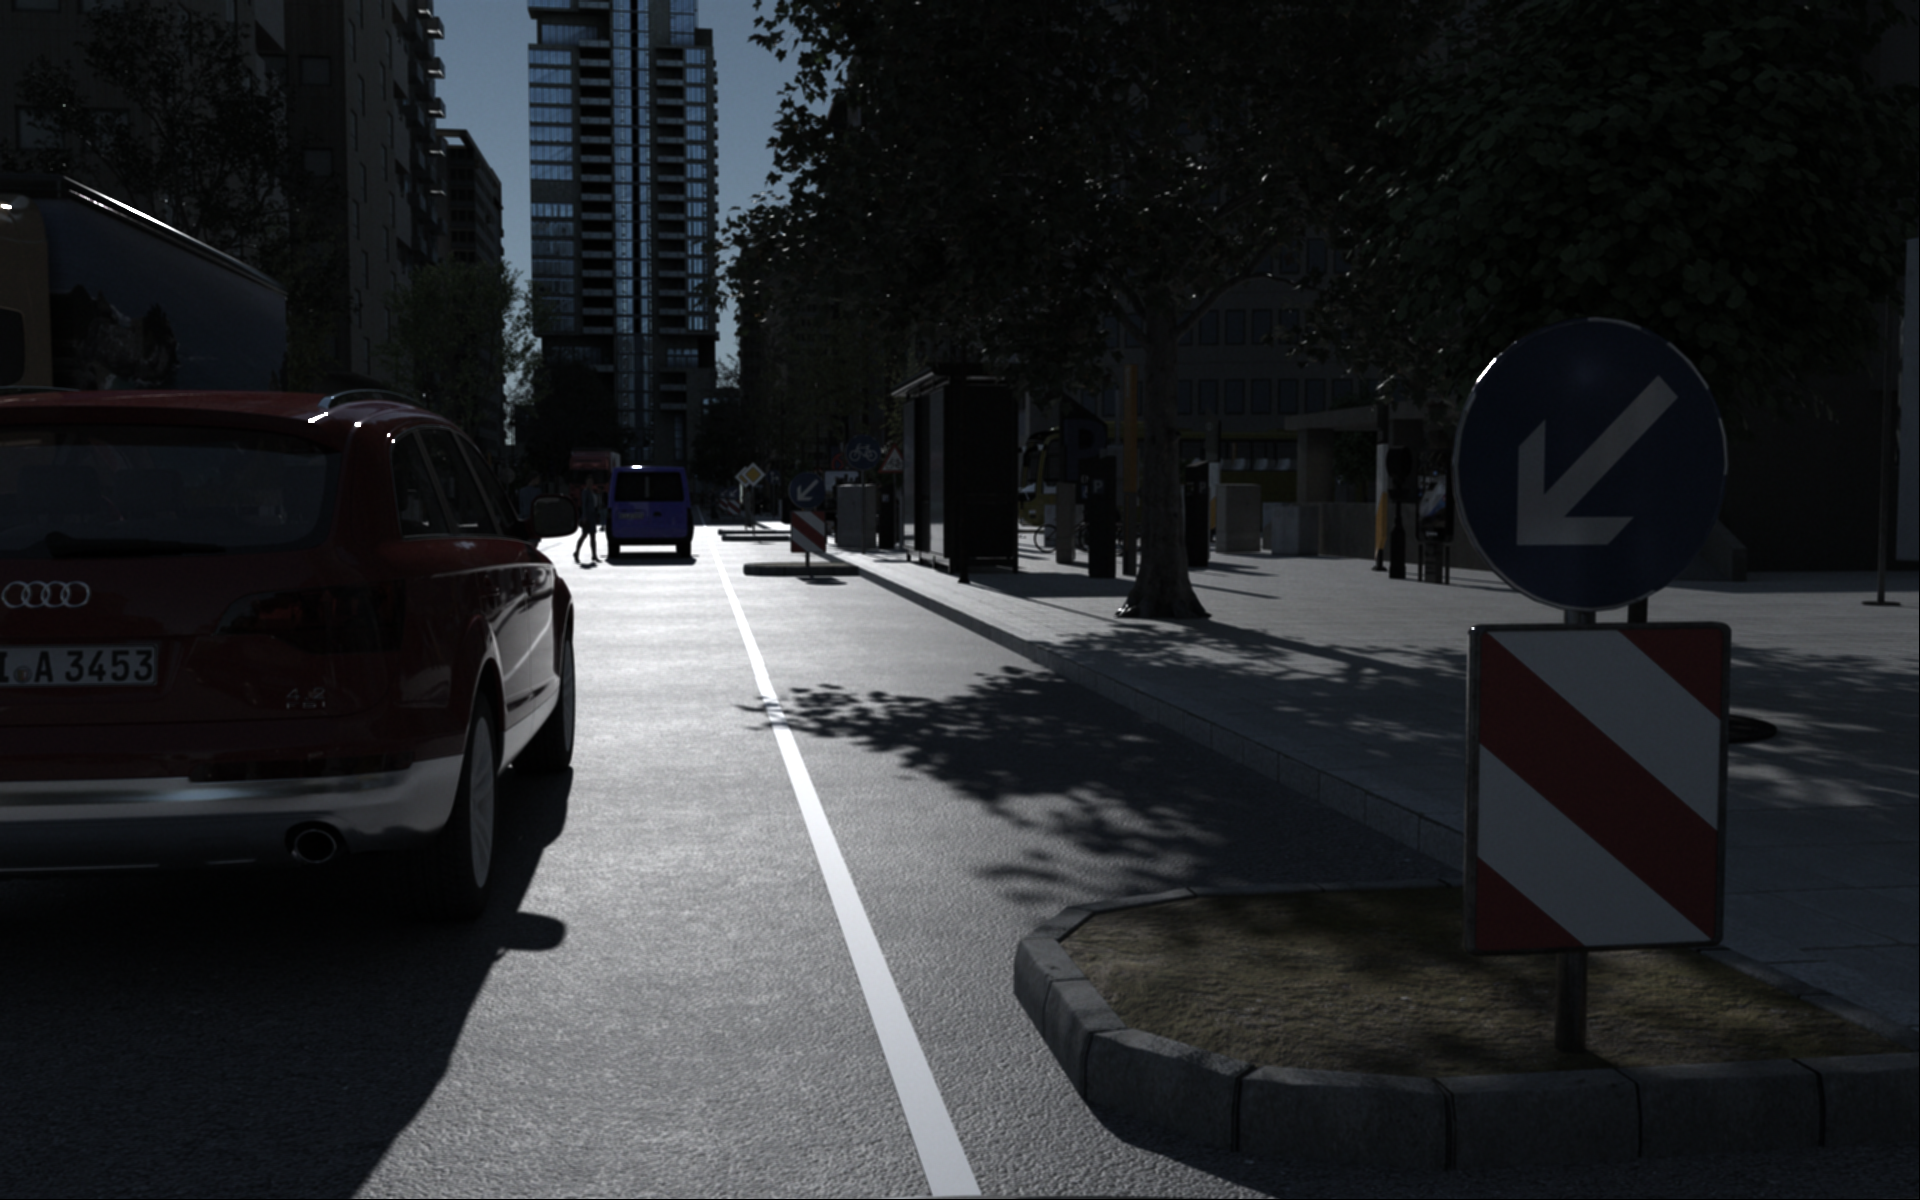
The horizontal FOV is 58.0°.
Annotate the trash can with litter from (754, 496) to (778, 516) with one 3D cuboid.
[{"bbox_3d":[-11.015,-5.511,101.164,2.233,1.210,1.678,-1,4,-22],"label":"trash can with litter"}]

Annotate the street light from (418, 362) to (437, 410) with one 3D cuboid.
[{"bbox_3d":[-18.610,-5.375,60.669,0.468,5.910,1.993,-1,4,-9],"label":"street light"}]

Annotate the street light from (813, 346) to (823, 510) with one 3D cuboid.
[{"bbox_3d":[-4.405,-4.942,53.591,0.468,5.910,1.993,-1,4,-9],"label":"street light"}]

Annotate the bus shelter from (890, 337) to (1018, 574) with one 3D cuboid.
[{"bbox_3d":[-0.028,-3.321,31.923,2.179,5.291,8.768,-1,4,-9],"label":"bus shelter"}]

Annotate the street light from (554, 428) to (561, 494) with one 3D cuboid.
[{"bbox_3d":[-27.494,-8.902,118.340,0.468,5.910,1.993,-1,4,-9],"label":"street light"}]

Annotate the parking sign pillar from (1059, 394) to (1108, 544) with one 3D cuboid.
[{"bbox_3d":[3.256,-3.463,45.092,1.447,3.967,1.447,-1,4,-16],"label":"parking sign pillar"}]

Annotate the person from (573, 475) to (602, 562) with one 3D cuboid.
[{"bbox_3d":[-7.832,-1.708,36.444,0.654,1.822,0.581,2,4,32],"label":"person"}]

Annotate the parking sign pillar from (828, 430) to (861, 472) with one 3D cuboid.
[{"bbox_3d":[-4.711,-5.041,70.888,1.447,3.967,1.447,-1,4,-14],"label":"parking sign pillar"}]

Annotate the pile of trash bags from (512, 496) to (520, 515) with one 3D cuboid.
[{"bbox_3d":[-27.754,-5.918,106.519,1.912,1.369,3.447,3,4,38],"label":"pile of trash bags"}]

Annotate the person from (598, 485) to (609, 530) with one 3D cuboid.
[{"bbox_3d":[-14.211,-3.682,69.052,0.721,1.781,0.623,-3,5,-44],"label":"person"}]

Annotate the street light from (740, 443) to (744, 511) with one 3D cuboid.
[{"bbox_3d":[-16.919,-9.927,135.091,0.468,5.910,1.993,-1,4,-9],"label":"street light"}]

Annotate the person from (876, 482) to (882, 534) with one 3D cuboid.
[{"bbox_3d":[-2.722,-3.009,57.601,0.656,1.842,0.836,0,4,0],"label":"person"}]

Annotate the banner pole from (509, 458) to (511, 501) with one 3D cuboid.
[{"bbox_3d":[-30.721,-7.876,118.782,0.401,3.779,0.863,1,4,11],"label":"banner pole"}]

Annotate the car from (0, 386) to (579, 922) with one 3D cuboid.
[{"bbox_3d":[-2.805,0.089,7.220,2.281,1.827,5.304,0,4,-7],"label":"car"}]

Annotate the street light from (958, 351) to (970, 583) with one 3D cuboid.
[{"bbox_3d":[0.056,-3.184,24.841,0.468,5.910,1.993,-1,4,-9],"label":"street light"}]

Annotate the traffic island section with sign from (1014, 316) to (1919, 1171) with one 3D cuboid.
[{"bbox_3d":[1.202,0.243,4.650,1.989,1.847,2.006,-1,4,-9],"label":"traffic island section with sign"}]

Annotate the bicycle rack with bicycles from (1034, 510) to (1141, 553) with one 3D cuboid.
[{"bbox_3d":[3.376,-1.531,38.410,2.925,0.926,2.852,1,4,21],"label":"bicycle rack with bicycles"}]

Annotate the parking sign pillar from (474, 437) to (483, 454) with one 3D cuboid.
[{"bbox_3d":[-23.029,-5.671,81.185,1.447,3.967,1.447,-1,4,-13],"label":"parking sign pillar"}]

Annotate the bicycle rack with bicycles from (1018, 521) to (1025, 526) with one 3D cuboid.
[{"bbox_3d":[3.134,-3.454,69.861,2.925,0.926,2.852,1,4,15],"label":"bicycle rack with bicycles"}]

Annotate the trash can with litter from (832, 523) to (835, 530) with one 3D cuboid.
[{"bbox_3d":[-4.372,-3.153,62.603,1.678,1.210,2.233,1,4,13],"label":"trash can with litter"}]

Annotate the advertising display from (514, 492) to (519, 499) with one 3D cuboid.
[{"bbox_3d":[-28.737,-6.596,113.054,0.123,1.923,0.974,2,4,28],"label":"advertising display"}]

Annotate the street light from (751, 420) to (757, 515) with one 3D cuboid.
[{"bbox_3d":[-12.637,-8.176,106.463,0.468,5.910,1.993,-1,4,-9],"label":"street light"}]

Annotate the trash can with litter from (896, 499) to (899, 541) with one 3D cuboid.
[{"bbox_3d":[-1.562,-2.162,46.739,0.624,1.170,1.055,3,5,44],"label":"trash can with litter"}]

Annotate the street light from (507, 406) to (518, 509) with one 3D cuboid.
[{"bbox_3d":[-23.067,-7.130,89.368,0.468,5.910,1.993,-1,4,-9],"label":"street light"}]

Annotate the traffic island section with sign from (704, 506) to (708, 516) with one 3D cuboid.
[{"bbox_3d":[-15.596,-6.413,113.479,1.989,1.847,2.006,-1,4,-9],"label":"traffic island section with sign"}]

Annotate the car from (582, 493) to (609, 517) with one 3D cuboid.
[{"bbox_3d":[-19.606,-5.247,94.587,1.959,1.807,4.718,0,4,-7],"label":"car"}]

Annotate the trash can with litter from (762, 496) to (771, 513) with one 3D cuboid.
[{"bbox_3d":[-13.092,-6.565,118.731,1.055,1.170,0.624,2,4,34],"label":"trash can with litter"}]

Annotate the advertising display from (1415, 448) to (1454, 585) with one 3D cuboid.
[{"bbox_3d":[6.808,-1.201,24.848,0.123,1.923,0.974,-1,4,-11],"label":"advertising display"}]

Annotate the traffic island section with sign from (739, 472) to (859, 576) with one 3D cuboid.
[{"bbox_3d":[-2.907,-1.386,31.292,1.989,1.847,2.006,-1,4,-9],"label":"traffic island section with sign"}]

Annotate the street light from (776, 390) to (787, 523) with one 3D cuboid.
[{"bbox_3d":[-7.924,-6.400,77.433,0.468,5.910,1.993,-1,4,-9],"label":"street light"}]

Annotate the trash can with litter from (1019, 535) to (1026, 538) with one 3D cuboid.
[{"bbox_3d":[1.185,-2.477,51.563,1.678,1.210,2.233,-2,4,-26],"label":"trash can with litter"}]

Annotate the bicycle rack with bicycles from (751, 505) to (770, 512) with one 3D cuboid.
[{"bbox_3d":[-14.303,-6.936,126.787,2.852,0.926,2.925,2,4,27],"label":"bicycle rack with bicycles"}]

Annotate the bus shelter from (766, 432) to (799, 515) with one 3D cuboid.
[{"bbox_3d":[-11.068,-8.045,109.174,2.179,5.291,8.768,-1,4,-9],"label":"bus shelter"}]

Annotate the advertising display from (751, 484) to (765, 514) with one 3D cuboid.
[{"bbox_3d":[-12.944,-6.458,110.798,0.974,1.923,0.123,2,4,27],"label":"advertising display"}]

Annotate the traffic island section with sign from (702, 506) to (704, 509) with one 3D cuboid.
[{"bbox_3d":[-23.171,-9.416,162.574,1.989,1.847,2.006,-1,4,-9],"label":"traffic island section with sign"}]

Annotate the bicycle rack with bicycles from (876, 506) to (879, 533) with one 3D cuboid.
[{"bbox_3d":[-1.726,-2.493,54.136,2.852,0.926,2.925,-1,4,-18],"label":"bicycle rack with bicycles"}]

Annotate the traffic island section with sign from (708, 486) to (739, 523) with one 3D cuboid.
[{"bbox_3d":[-11.475,-4.784,86.839,1.989,1.847,2.006,-1,4,-9],"label":"traffic island section with sign"}]

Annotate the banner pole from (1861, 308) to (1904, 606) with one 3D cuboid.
[{"bbox_3d":[10.873,-1.837,20.045,0.863,3.779,0.401,-2,4,-26],"label":"banner pole"}]

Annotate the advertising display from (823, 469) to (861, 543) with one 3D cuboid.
[{"bbox_3d":[-3.065,-2.429,44.935,0.974,1.923,0.123,0,4,4],"label":"advertising display"}]

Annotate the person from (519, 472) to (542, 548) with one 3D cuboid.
[{"bbox_3d":[-7.439,-1.314,30.010,0.581,1.822,0.654,3,4,38],"label":"person"}]

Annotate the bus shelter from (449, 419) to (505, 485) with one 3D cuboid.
[{"bbox_3d":[-26.655,-7.209,95.504,2.179,5.291,8.768,-1,4,-9],"label":"bus shelter"}]
